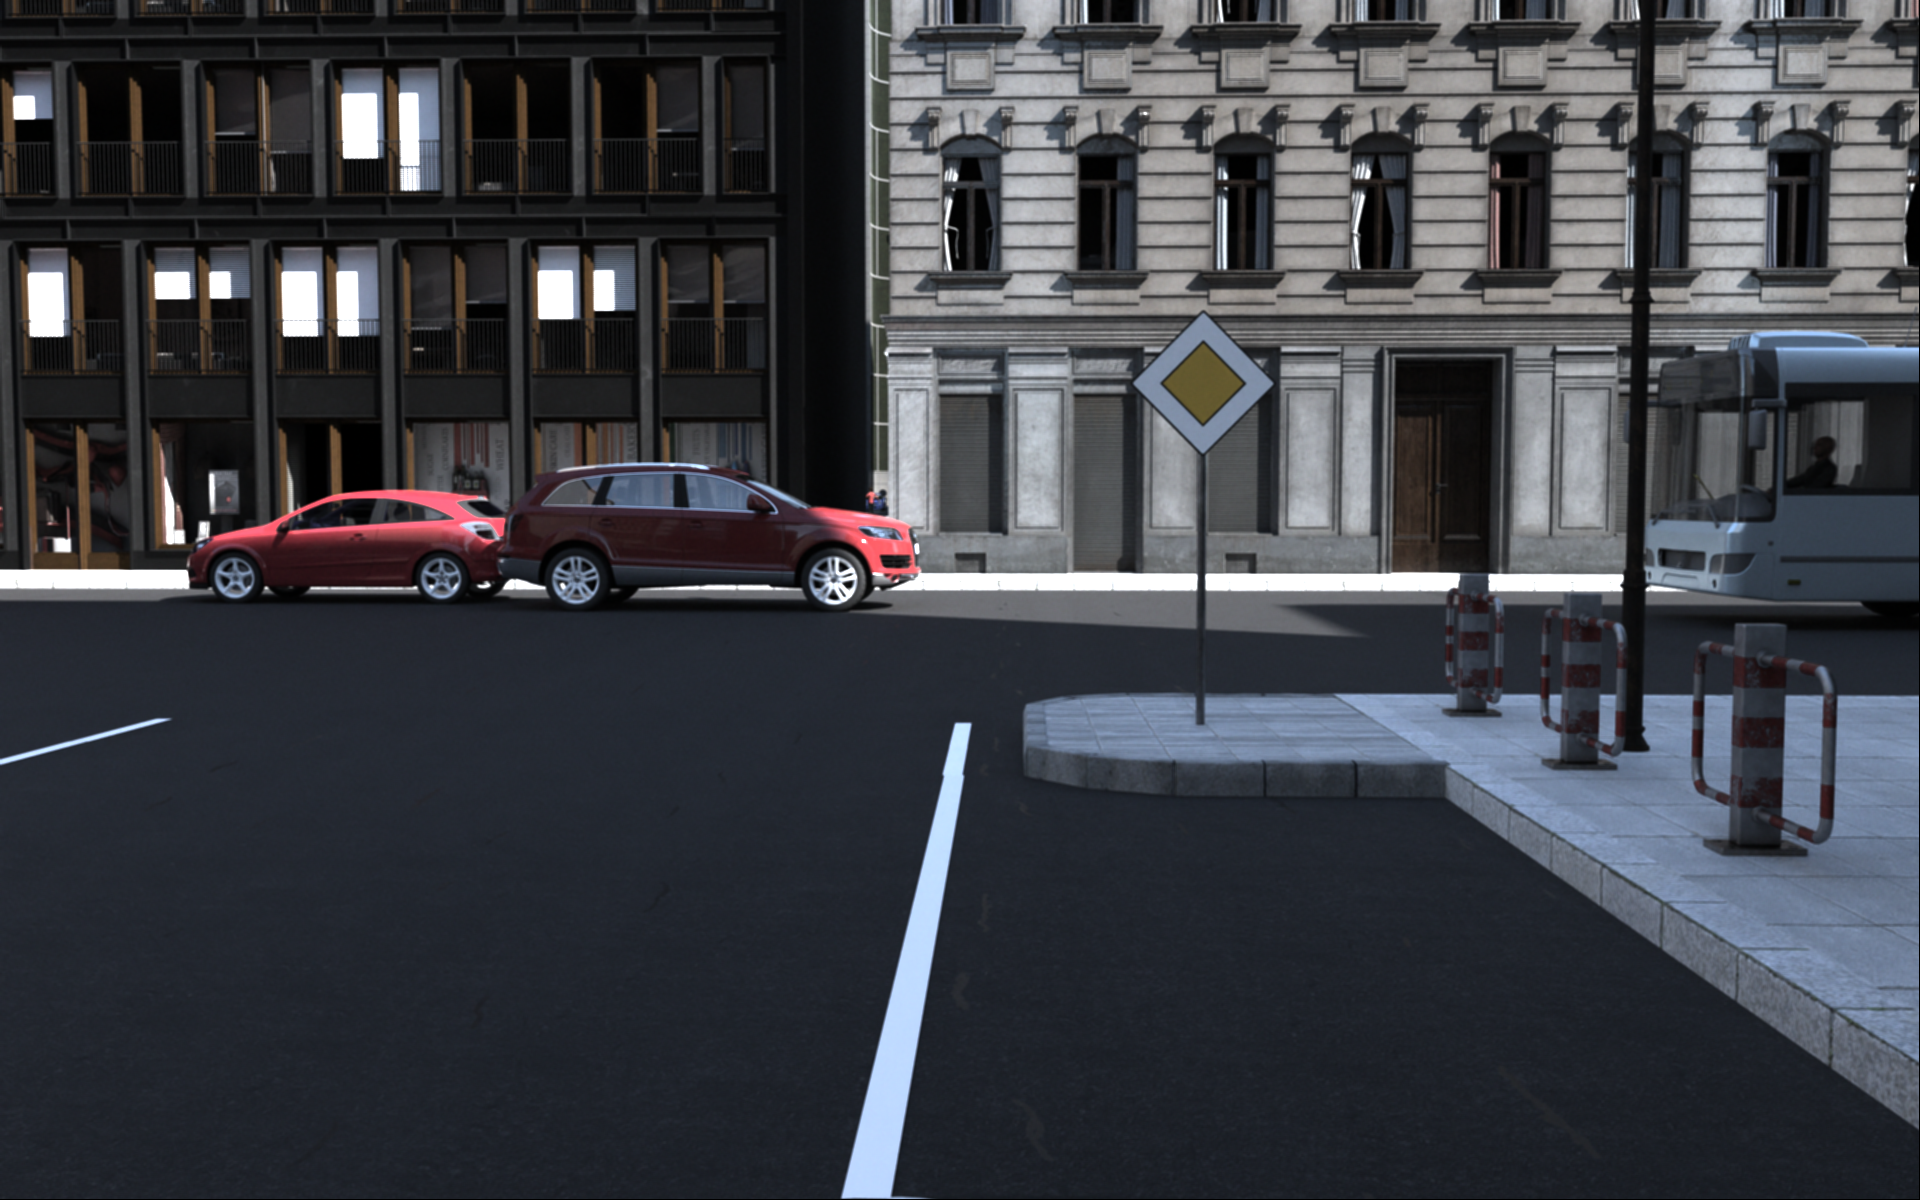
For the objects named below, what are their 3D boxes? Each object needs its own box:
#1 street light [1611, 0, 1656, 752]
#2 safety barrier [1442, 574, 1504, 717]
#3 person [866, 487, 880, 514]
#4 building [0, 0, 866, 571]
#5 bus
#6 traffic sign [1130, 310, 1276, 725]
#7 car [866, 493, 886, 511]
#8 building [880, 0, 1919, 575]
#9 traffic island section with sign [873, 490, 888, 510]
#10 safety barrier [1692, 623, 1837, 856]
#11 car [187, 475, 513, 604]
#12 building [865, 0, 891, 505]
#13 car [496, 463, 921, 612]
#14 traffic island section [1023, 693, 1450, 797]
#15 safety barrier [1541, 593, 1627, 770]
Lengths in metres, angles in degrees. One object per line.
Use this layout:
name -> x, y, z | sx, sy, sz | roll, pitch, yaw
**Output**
street light -> 3.370, -2.186, 8.525 | 0.468, 5.910, 1.993 | 0, 4, 2
safety barrier -> 2.972, 0.259, 10.036 | 0.300, 0.817, 1.120 | 0, 4, 2
person -> -5.280, -5.734, 102.190 | 1.348, 1.831, 0.705 | -2, 4, -33
building -> -10.296, -12.511, 34.232 | 15.834, 23.373, 12.332 | 0, 4, 2
bus -> 13.795, -1.485, 19.138 | 13.247, 3.499, 2.948 | 0, 4, 1
traffic sign -> 1.334, -0.363, 9.577 | 0.795, 2.450, 0.064 | 0, 4, 2
car -> -7.181, -8.312, 145.494 | 1.945, 1.707, 3.694 | 0, 4, 1
building -> 7.856, -11.157, 31.576 | 18.267, 20.994, 9.793 | 0, 4, 2
traffic island section with sign -> -6.737, -8.799, 152.487 | 1.989, 1.847, 2.006 | 0, 4, 2
safety barrier -> 2.855, 0.494, 6.198 | 0.300, 0.817, 1.120 | 0, 4, 2
car -> -8.139, -0.878, 23.400 | 4.494, 1.783, 2.155 | 0, 4, 3
building -> -14.143, -46.374, 196.473 | 20.611, 71.187, 20.563 | 0, 4, 2
car -> -3.149, -0.815, 22.000 | 5.304, 1.827, 2.281 | 0, 4, 2
traffic island section -> 1.358, 0.772, 9.654 | 2.009, 0.180, 2.903 | 0, 4, 2
safety barrier -> 2.909, 0.377, 8.115 | 0.300, 0.817, 1.120 | 0, 4, 2
